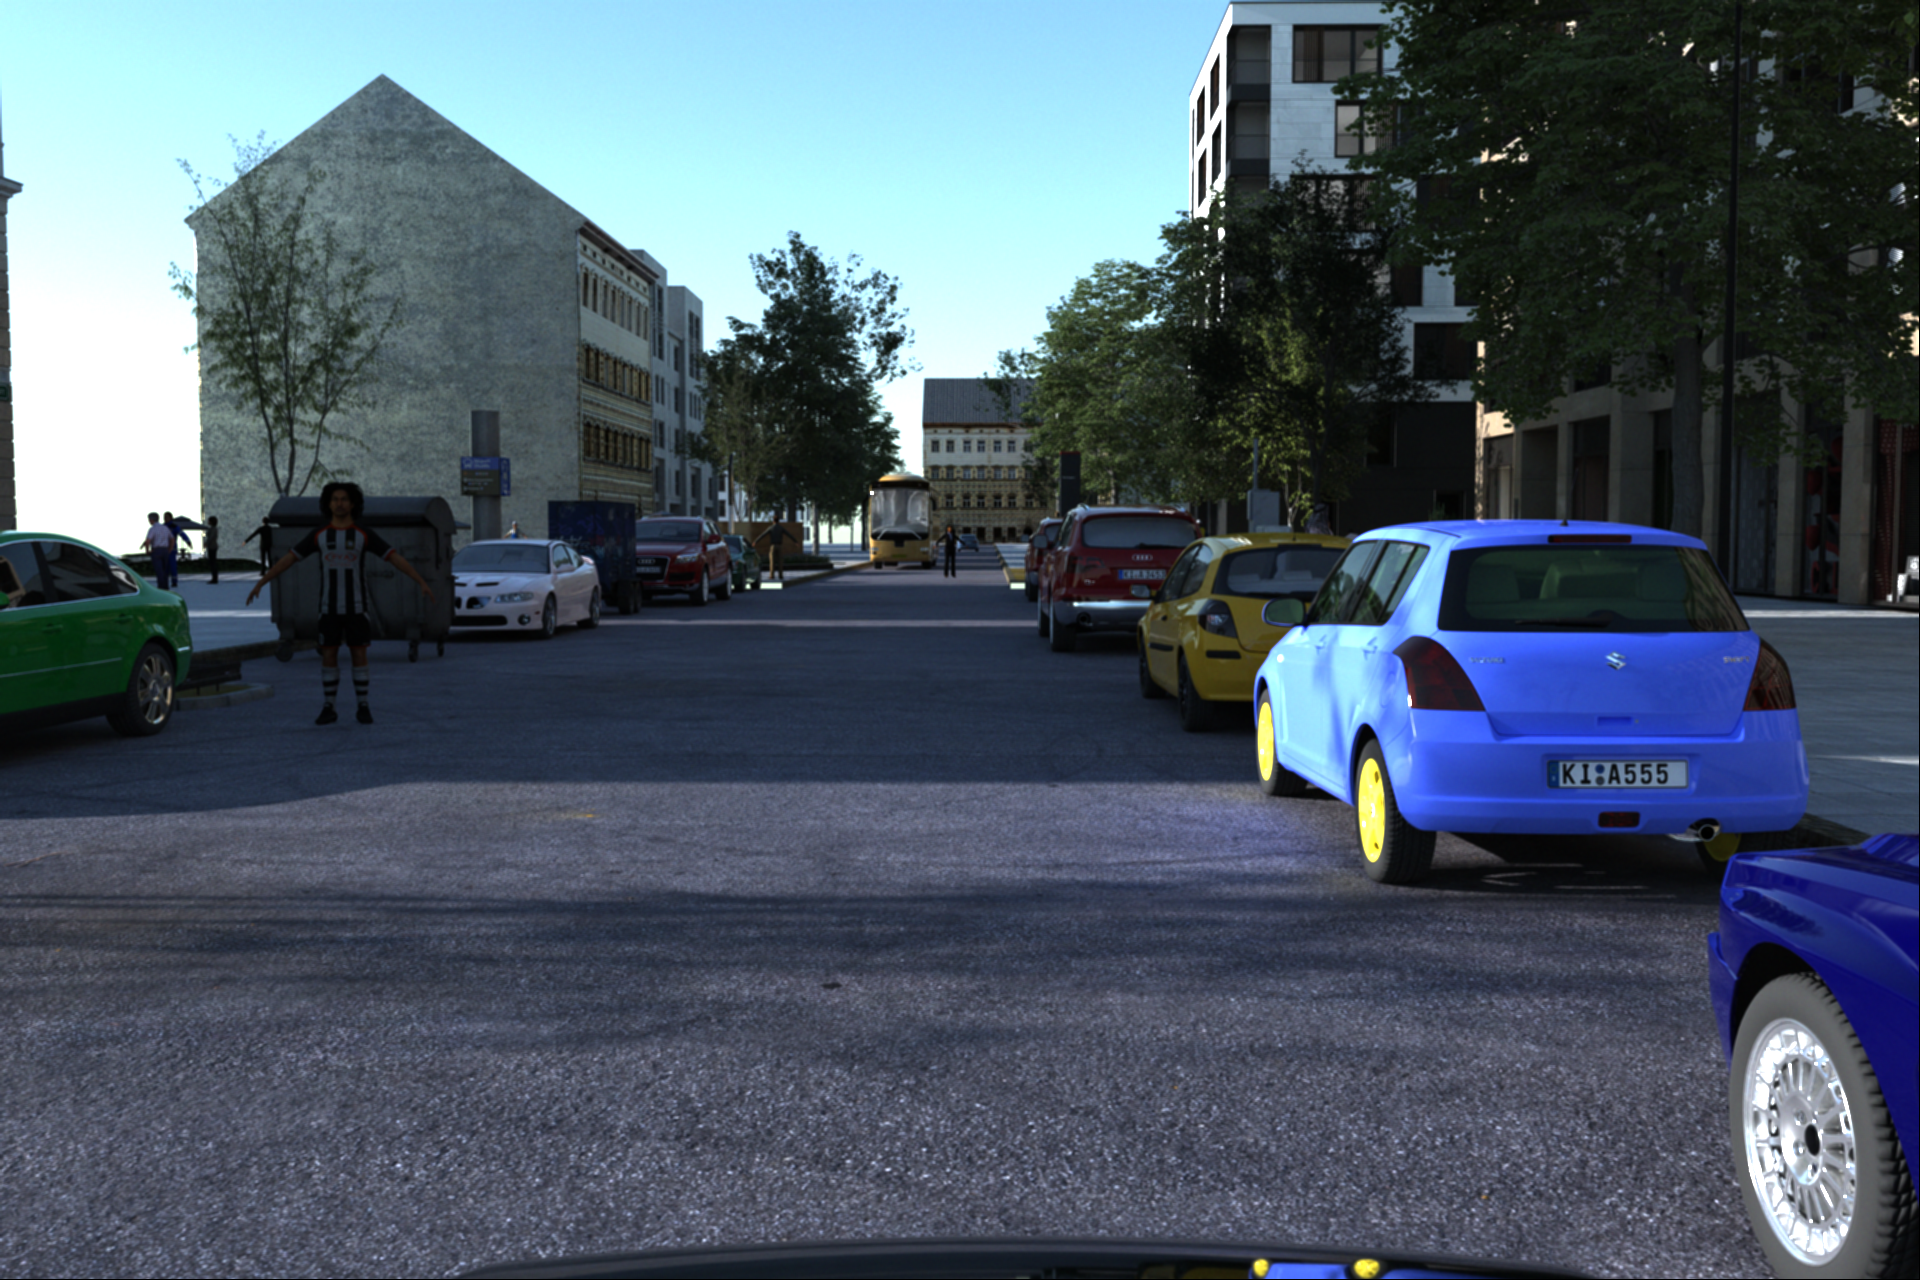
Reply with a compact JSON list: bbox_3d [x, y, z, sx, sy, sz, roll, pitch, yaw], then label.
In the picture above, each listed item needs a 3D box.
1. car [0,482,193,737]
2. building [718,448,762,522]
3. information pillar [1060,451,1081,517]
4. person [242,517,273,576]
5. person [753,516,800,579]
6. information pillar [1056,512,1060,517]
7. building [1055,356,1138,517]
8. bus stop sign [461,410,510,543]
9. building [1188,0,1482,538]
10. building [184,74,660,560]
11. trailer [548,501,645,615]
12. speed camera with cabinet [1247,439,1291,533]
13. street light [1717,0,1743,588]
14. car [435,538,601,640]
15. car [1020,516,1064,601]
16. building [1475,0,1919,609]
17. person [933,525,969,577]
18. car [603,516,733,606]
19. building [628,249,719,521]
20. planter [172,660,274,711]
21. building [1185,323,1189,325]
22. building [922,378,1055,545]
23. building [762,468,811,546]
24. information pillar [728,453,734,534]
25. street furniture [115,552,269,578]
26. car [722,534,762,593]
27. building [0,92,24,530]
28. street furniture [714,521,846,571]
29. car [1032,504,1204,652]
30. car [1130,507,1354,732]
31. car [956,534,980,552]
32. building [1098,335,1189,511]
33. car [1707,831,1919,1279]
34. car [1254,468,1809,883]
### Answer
[{"bbox_3d":[-6.626,-0.133,10.966,1.959,1.807,4.718,0,4,1],"label":"car"},{"bbox_3d":[-23.420,-13.727,166.591,9.099,9.664,28.070,0,4,1],"label":"building"},{"bbox_3d":[3.463,-3.986,54.542,0.750,3.857,0.750,0,4,1],"label":"information pillar"},{"bbox_3d":[-21.217,-2.861,52.968,1.347,1.806,0.705,-2,4,-32],"label":"person"},{"bbox_3d":[-5.221,-2.626,49.206,1.348,1.796,0.705,-1,4,-11],"label":"person"},{"bbox_3d":[3.313,-3.226,57.239,0.304,2.012,0.304,0,4,2],"label":"information pillar"},{"bbox_3d":[25.627,-22.708,215.243,27.936,21.610,32.646,0,4,1],"label":"building"},{"bbox_3d":[-10.171,-2.946,37.180,0.837,3.901,0.837,0,3,0],"label":"bus stop sign"},{"bbox_3d":[24.664,-14.610,82.856,27.936,21.610,32.646,0,4,1],"label":"building"},{"bbox_3d":[-27.370,-15.987,92.309,19.493,23.208,18.063,0,4,1],"label":"building"},{"bbox_3d":[-6.534,-1.422,30.302,1.471,1.999,3.904,0,4,1],"label":"trailer"},{"bbox_3d":[6.302,-2.503,35.258,0.660,3.252,2.038,0,4,1],"label":"speed camera with cabinet"},{"bbox_3d":[6.713,-2.527,13.864,1.470,5.913,1.316,0,4,1],"label":"street light"},{"bbox_3d":[-6.471,-0.775,25.035,2.083,1.381,4.827,0,4,1],"label":"car"},{"bbox_3d":[2.479,-1.816,38.361,2.281,1.827,5.304,0,4,1],"label":"car"},{"bbox_3d":[24.822,-14.126,34.165,19.351,26.588,34.151,0,4,1],"label":"building"},{"bbox_3d":[-0.308,-2.932,57.112,1.216,1.740,0.721,-1,4,-16],"label":"person"},{"bbox_3d":[-6.034,-1.682,36.166,2.281,1.827,5.304,0,4,1],"label":"car"},{"bbox_3d":[-27.910,-15.728,123.617,16.747,18.905,31.486,0,4,0],"label":"building"},{"bbox_3d":[-7.069,0.385,14.847,1.991,0.319,1.994,0,4,1],"label":"planter"},{"bbox_3d":[25.802,-17.418,115.720,19.493,23.208,18.063,0,4,1],"label":"building"},{"bbox_3d":[4.058,-25.015,242.383,18.063,23.208,19.493,0,4,1],"label":"building"},{"bbox_3d":[-21.482,-15.637,197.815,9.099,9.664,28.070,0,3,0],"label":"building"},{"bbox_3d":[-6.626,-3.597,50.158,0.183,3.616,0.504,0,4,1],"label":"information pillar"},{"bbox_3d":[-26.135,-2.443,55.570,5.734,0.657,10.072,0,4,2],"label":"street furniture"},{"bbox_3d":[-6.160,-1.967,43.966,2.131,1.459,4.920,0,4,1],"label":"car"},{"bbox_3d":[-32.634,-15.415,37.941,13.634,28.700,20.117,0,4,2],"label":"building"},{"bbox_3d":[-9.039,-3.336,61.392,11.010,1.723,9.812,2,4,32],"label":"street furniture"},{"bbox_3d":[2.106,-0.851,22.593,2.281,1.827,5.304,0,3,0],"label":"car"},{"bbox_3d":[2.440,-0.230,13.977,2.015,1.641,3.980,0,4,0],"label":"car"},{"bbox_3d":[0.656,-7.990,142.638,2.014,1.417,4.499,0,4,0],"label":"car"},{"bbox_3d":[24.463,-21.431,181.322,19.493,23.208,18.063,0,4,1],"label":"building"},{"bbox_3d":[2.394,0.646,2.025,1.945,1.354,3.894,0,4,0],"label":"car"},{"bbox_3d":[2.507,0.073,8.404,1.945,1.707,3.694,0,4,-1],"label":"car"}]
